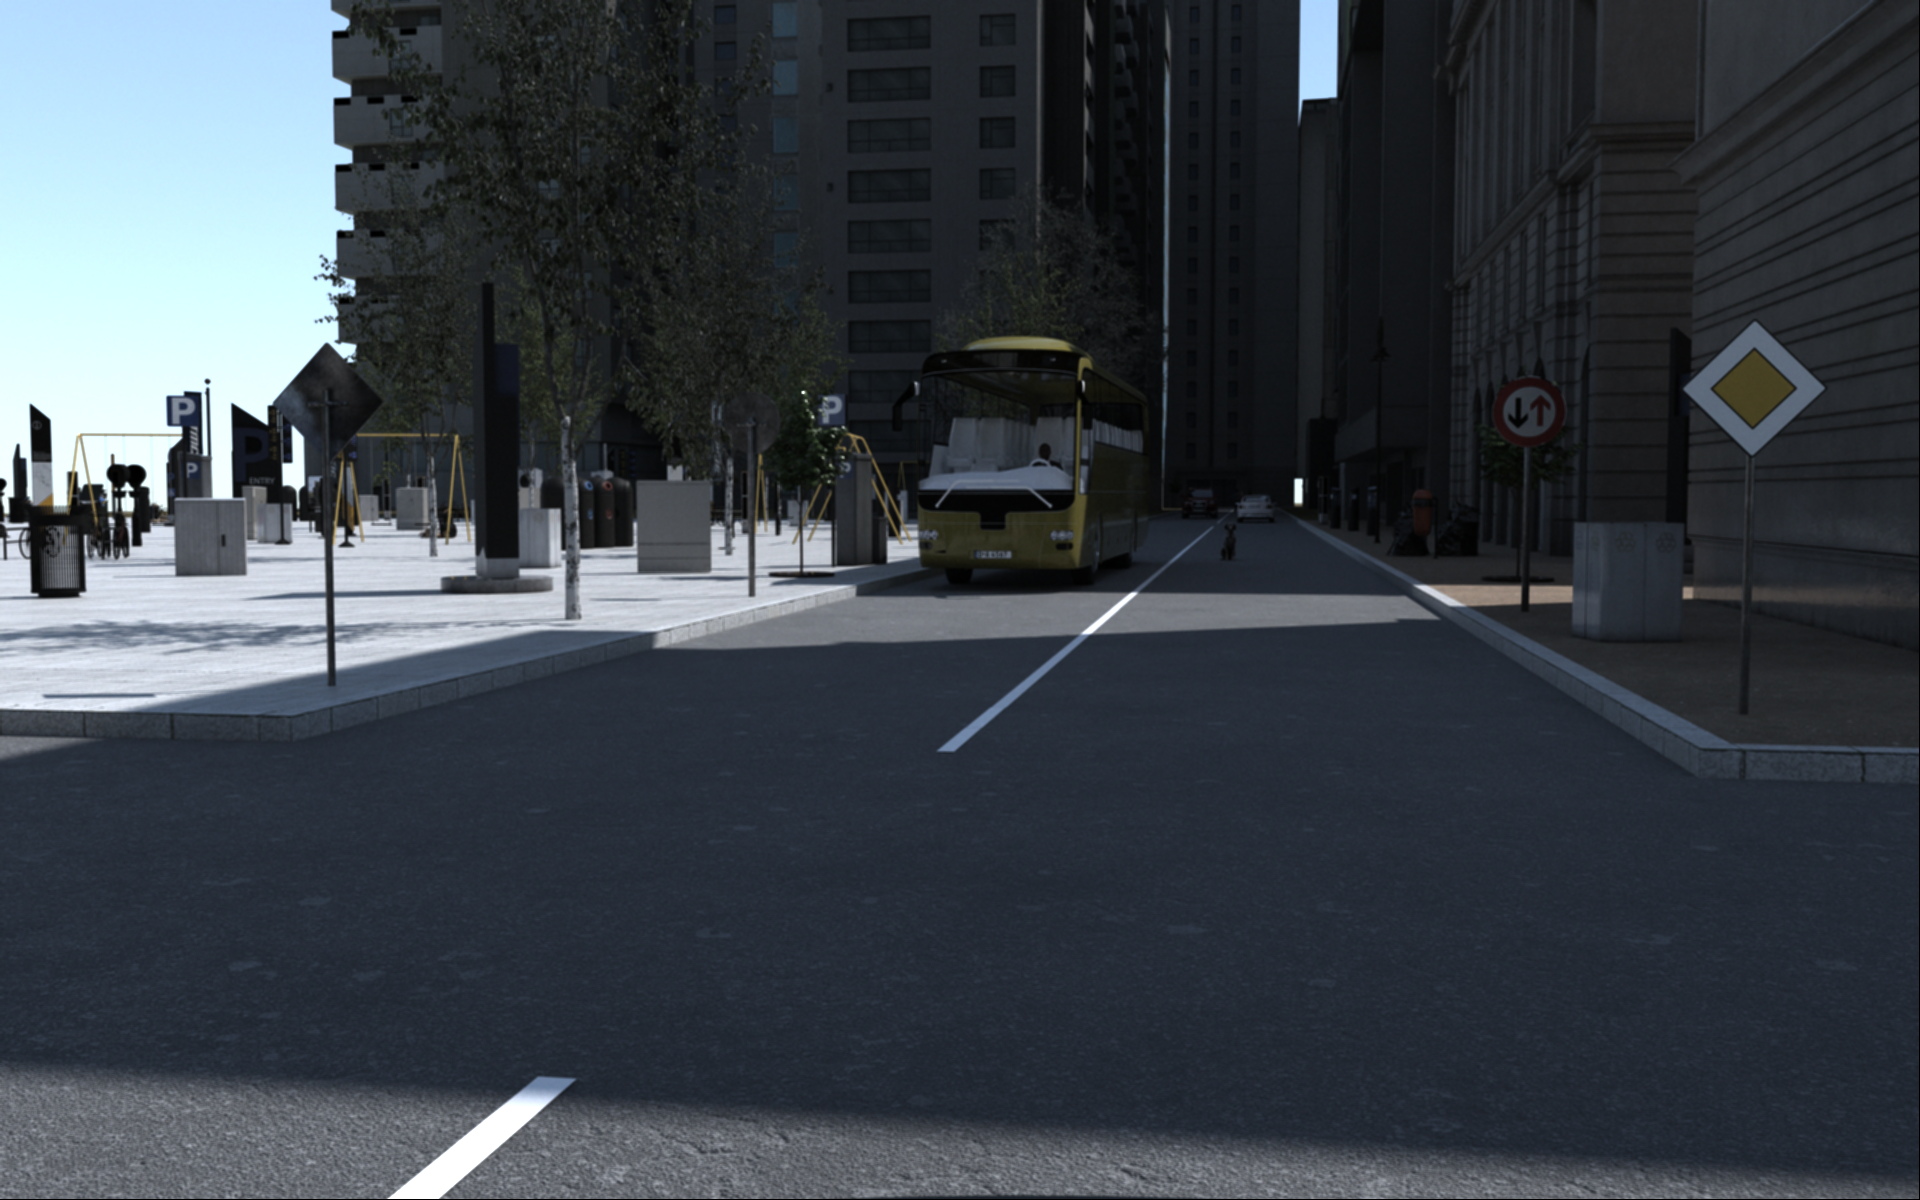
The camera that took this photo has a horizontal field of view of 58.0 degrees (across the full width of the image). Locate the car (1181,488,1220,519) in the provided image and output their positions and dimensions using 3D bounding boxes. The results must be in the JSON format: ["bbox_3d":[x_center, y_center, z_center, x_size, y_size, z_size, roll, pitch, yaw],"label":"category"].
[{"bbox_3d":[14.195,-5.726,102.292,2.281,1.827,5.304,1,4,9],"label":"car"}]

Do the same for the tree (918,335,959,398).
[{"bbox_3d":[0.029,-7.802,77.929,4.360,8.622,3.978,0,3,0],"label":"tree"}]

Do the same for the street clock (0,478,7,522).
[{"bbox_3d":[-43.788,-4.556,79.068,0.471,2.002,0.358,-1,4,-10],"label":"street clock"}]

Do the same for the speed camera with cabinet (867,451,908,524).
[{"bbox_3d":[-3.299,-4.938,75.066,2.038,3.252,0.660,0,4,-4],"label":"speed camera with cabinet"}]

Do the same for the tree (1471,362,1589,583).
[{"bbox_3d":[8.376,-1.889,25.481,1.663,3.219,1.824,0,3,0],"label":"tree"}]

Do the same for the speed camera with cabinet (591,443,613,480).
[{"bbox_3d":[-14.563,-4.503,67.952,2.038,3.252,0.660,2,4,30],"label":"speed camera with cabinet"}]

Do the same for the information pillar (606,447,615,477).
[{"bbox_3d":[-17.437,-5.818,86.484,0.183,3.616,0.504,3,4,36],"label":"information pillar"}]

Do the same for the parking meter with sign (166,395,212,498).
[{"bbox_3d":[-13.887,-2.158,31.541,0.543,3.016,1.738,-1,4,-10],"label":"parking meter with sign"}]

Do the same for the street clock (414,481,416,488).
[{"bbox_3d":[-25.494,-4.718,81.709,0.471,2.002,0.358,1,4,11],"label":"street clock"}]

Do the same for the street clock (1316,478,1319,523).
[{"bbox_3d":[16.031,-4.417,76.790,0.358,2.002,0.471,-2,4,-29],"label":"street clock"}]

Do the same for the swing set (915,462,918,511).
[{"bbox_3d":[-1.323,-5.252,83.485,3.119,2.851,2.862,-1,4,-14],"label":"swing set"}]

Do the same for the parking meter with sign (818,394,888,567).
[{"bbox_3d":[-1.872,-2.126,31.026,0.543,3.016,1.738,2,4,25],"label":"parking meter with sign"}]

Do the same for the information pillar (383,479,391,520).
[{"bbox_3d":[-28.205,-4.941,85.274,0.304,2.012,0.304,-1,4,-12],"label":"information pillar"}]

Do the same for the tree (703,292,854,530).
[{"bbox_3d":[-5.961,-6.819,61.858,4.737,8.622,4.395,0,3,0],"label":"tree"}]

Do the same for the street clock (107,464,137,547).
[{"bbox_3d":[-20.285,-2.277,41.800,0.471,2.002,0.358,0,4,8],"label":"street clock"}]

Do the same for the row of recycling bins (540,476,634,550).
[{"bbox_3d":[-8.843,-2.072,40.986,1.069,1.692,3.534,1,4,17],"label":"row of recycling bins"}]

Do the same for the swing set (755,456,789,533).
[{"bbox_3d":[-5.126,-3.678,57.763,3.119,2.851,2.862,0,4,1],"label":"swing set"}]

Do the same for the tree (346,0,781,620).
[{"bbox_3d":[-3.897,-4.091,17.256,4.360,8.622,3.978,0,3,0],"label":"tree"}]

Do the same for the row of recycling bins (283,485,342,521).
[{"bbox_3d":[-30.549,-4.608,82.449,3.534,1.692,1.069,-2,4,-28],"label":"row of recycling bins"}]

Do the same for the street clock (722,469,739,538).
[{"bbox_3d":[-6.687,-2.799,50.327,0.471,2.002,0.358,2,4,27],"label":"street clock"}]

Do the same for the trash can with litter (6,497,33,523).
[{"bbox_3d":[-42.218,-4.058,77.737,1.055,1.170,0.624,-3,5,-42],"label":"trash can with litter"}]

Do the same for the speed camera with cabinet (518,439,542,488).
[{"bbox_3d":[-16.000,-4.137,61.977,2.038,3.252,0.660,1,4,14],"label":"speed camera with cabinet"}]

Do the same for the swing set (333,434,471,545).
[{"bbox_3d":[-14.662,-2.908,45.170,3.119,2.851,2.862,0,4,-4],"label":"swing set"}]

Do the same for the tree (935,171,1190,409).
[{"bbox_3d":[3.576,-9.577,66.952,12.009,13.543,11.850,0,3,0],"label":"tree"}]

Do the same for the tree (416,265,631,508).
[{"bbox_3d":[-13.630,-6.347,54.133,4.737,8.622,4.395,0,3,0],"label":"tree"}]

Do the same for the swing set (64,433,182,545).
[{"bbox_3d":[-21.191,-2.896,44.973,3.119,2.851,2.862,-1,4,-9],"label":"swing set"}]

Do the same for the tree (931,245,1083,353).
[{"bbox_3d":[1.596,-6.157,51.034,4.737,8.622,4.395,0,3,0],"label":"tree"}]

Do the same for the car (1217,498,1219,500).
[{"bbox_3d":[19.203,-7.753,135.801,2.155,1.783,4.494,1,4,11],"label":"car"}]

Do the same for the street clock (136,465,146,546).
[{"bbox_3d":[-20.227,-2.320,42.506,0.471,2.002,0.358,-1,4,-11],"label":"street clock"}]

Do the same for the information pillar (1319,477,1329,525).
[{"bbox_3d":[15.222,-4.159,72.484,0.304,2.012,0.304,-1,4,-18],"label":"information pillar"}]

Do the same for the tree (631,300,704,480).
[{"bbox_3d":[-10.666,-7.034,65.374,4.737,8.622,4.395,0,3,0],"label":"tree"}]

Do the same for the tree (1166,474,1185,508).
[{"bbox_3d":[20.180,-10.270,162.517,1.663,3.219,1.824,0,3,0],"label":"tree"}]

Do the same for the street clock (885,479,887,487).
[{"bbox_3d":[-3.765,-4.899,84.670,0.358,2.002,0.471,2,4,30],"label":"street clock"}]

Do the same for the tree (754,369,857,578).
[{"bbox_3d":[-2.424,-1.971,26.832,1.663,3.219,1.824,0,3,0],"label":"tree"}]

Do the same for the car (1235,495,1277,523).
[{"bbox_3d":[15.006,-4.615,87.815,2.083,1.381,4.827,1,4,10],"label":"car"}]

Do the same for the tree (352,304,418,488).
[{"bbox_3d":[-21.031,-7.019,65.116,4.737,8.622,4.395,0,3,0],"label":"tree"}]

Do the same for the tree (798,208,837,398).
[{"bbox_3d":[-4.769,-5.257,36.315,4.360,8.622,3.978,0,3,0],"label":"tree"}]

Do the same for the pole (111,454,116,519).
[{"bbox_3d":[-42.901,-5.744,87.762,0.158,3.312,0.155,0,3,0],"label":"pole"}]

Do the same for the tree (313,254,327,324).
[{"bbox_3d":[-10.834,-5.187,35.175,4.360,8.622,3.978,0,3,0],"label":"tree"}]

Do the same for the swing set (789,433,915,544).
[{"bbox_3d":[-2.805,-2.950,45.856,2.862,2.851,3.119,0,4,3],"label":"swing set"}]

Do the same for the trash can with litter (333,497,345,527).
[{"bbox_3d":[-24.147,-3.441,67.651,0.624,1.170,1.055,-1,4,-11],"label":"trash can with litter"}]

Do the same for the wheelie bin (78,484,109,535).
[{"bbox_3d":[-27.475,-2.875,54.910,0.980,1.594,0.693,0,4,4],"label":"wheelie bin"}]
